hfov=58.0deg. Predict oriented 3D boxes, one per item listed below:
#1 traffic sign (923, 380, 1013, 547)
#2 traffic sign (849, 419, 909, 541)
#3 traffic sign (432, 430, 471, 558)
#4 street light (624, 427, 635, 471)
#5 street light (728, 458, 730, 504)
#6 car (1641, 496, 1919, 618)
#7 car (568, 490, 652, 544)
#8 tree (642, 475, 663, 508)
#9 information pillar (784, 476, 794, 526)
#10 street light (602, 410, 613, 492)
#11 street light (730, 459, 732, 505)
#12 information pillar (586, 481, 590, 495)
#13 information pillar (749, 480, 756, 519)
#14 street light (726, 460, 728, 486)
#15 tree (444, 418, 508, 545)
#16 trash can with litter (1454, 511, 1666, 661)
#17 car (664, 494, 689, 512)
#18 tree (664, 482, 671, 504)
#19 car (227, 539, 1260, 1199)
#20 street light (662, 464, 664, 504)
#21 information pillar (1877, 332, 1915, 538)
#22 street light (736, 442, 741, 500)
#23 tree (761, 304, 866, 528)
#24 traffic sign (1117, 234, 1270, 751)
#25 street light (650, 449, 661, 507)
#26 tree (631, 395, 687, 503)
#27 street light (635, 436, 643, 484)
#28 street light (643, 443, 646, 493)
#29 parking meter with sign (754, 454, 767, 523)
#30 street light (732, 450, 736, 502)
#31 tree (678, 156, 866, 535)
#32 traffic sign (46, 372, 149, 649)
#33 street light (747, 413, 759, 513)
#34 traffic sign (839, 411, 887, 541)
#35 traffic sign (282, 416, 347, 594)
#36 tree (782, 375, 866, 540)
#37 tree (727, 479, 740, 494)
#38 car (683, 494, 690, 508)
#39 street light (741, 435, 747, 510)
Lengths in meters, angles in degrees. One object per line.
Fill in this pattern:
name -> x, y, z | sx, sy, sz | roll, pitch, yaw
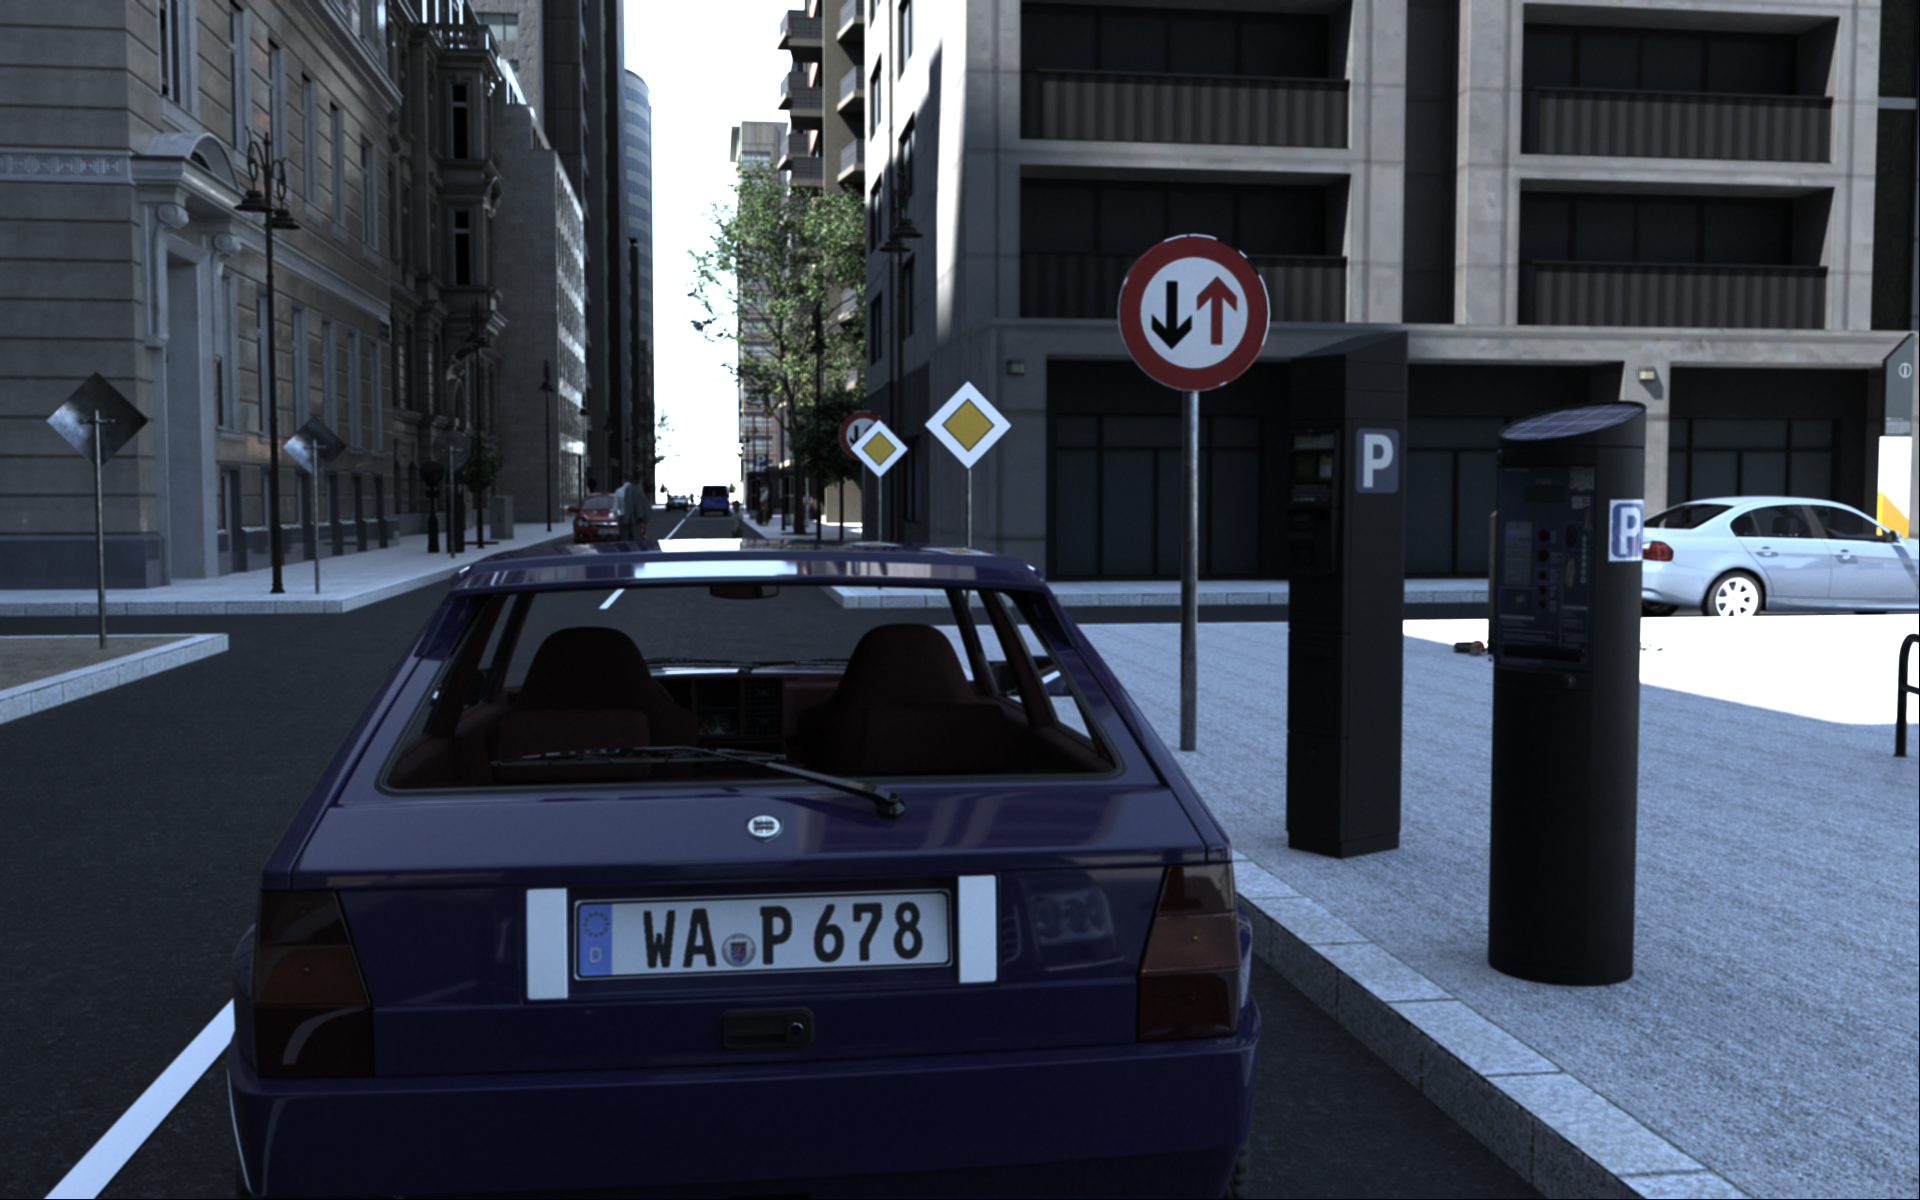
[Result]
traffic sign -> 0.068, -0.714, 15.320 | 0.795, 2.450, 0.064 | -1, 4, -8
traffic sign -> -1.084, -1.197, 23.221 | 0.795, 2.450, 0.064 | -1, 4, -8
traffic sign -> -10.177, -2.114, 34.677 | 0.768, 2.556, 0.104 | 0, 4, -3
street light -> -22.324, -8.781, 116.353 | 0.468, 5.910, 1.993 | -1, 4, -8
street light -> -23.986, -12.848, 182.852 | 0.468, 5.910, 1.993 | -1, 4, -8
car -> 9.370, -0.454, 19.429 | 4.499, 1.417, 2.014 | -1, 4, -9
car -> -9.180, -2.230, 45.504 | 2.155, 1.783, 4.494 | -1, 4, -10
tree -> -28.706, -10.034, 158.651 | 1.663, 3.219, 1.824 | 0, 3, 0
information pillar -> -6.981, -4.049, 70.692 | 0.304, 2.012, 0.304 | 2, 4, 25
street light -> -19.834, -7.662, 98.055 | 0.468, 5.910, 1.993 | -1, 4, -8
street light -> -22.448, -12.247, 173.029 | 0.468, 5.910, 1.993 | -1, 4, -8
information pillar -> -20.508, -5.531, 94.928 | 0.304, 2.012, 0.304 | 2, 4, 31
information pillar -> -10.635, -5.165, 88.941 | 0.304, 2.012, 0.304 | -2, 4, -24
street light -> -26.548, -13.952, 200.904 | 0.468, 5.910, 1.993 | -1, 4, -8
tree -> -12.518, -3.045, 44.386 | 1.663, 3.219, 1.824 | 0, 3, 0
trash can with litter -> 4.890, -0.178, 13.961 | 2.233, 1.210, 1.678 | -1, 4, -20
car -> -23.346, -8.129, 142.700 | 2.009, 1.686, 4.222 | -1, 4, -9
tree -> -38.918, -14.204, 226.834 | 1.663, 3.219, 1.824 | 0, 3, 0
car -> -0.546, 0.498, 4.442 | 1.945, 1.354, 3.894 | 0, 4, -8
street light -> -34.432, -13.801, 198.432 | 0.468, 5.910, 1.993 | -1, 4, -8
information pillar -> 13.561, -2.063, 25.091 | 0.504, 3.616, 0.183 | -1, 4, -14
street light -> -17.171, -10.003, 136.330 | 0.468, 5.910, 1.993 | -1, 4, -8
tree -> -5.569, -7.032, 65.330 | 4.737, 8.622, 4.395 | 0, 3, 0
traffic sign -> 1.143, -0.519, 8.599 | 0.768, 2.556, 0.104 | 0, 4, -8
street light -> -31.716, -12.695, 180.350 | 0.468, 5.910, 1.993 | -1, 4, -8
tree -> -29.585, -14.018, 163.600 | 8.767, 10.594, 7.601 | 0, 4, 5
street light -> -25.107, -9.883, 134.373 | 0.468, 5.910, 1.993 | -1, 4, -8
street light -> -27.923, -11.041, 153.300 | 0.468, 5.910, 1.993 | -1, 4, -8
parking meter with sign -> -8.722, -4.883, 76.099 | 0.543, 3.016, 1.738 | 0, 4, -5
street light -> -19.791, -11.106, 154.374 | 0.468, 5.910, 1.993 | -1, 4, -8
tree -> -5.242, -7.874, 54.498 | 9.928, 11.665, 9.643 | 0, 3, 0
traffic sign -> -7.103, -0.652, 14.298 | 0.795, 2.450, 0.064 | -1, 4, -8
street light -> -11.810, -7.747, 99.447 | 0.468, 5.910, 1.993 | -1, 4, -8
traffic sign -> -1.467, -1.616, 26.534 | 0.768, 2.556, 0.104 | 0, 4, 1
traffic sign -> -8.255, -1.135, 22.200 | 0.795, 2.450, 0.064 | -1, 4, -8
tree -> -3.356, -3.913, 47.697 | 4.285, 4.588, 4.351 | 0, 3, 0
tree -> -28.515, -13.546, 216.078 | 1.663, 3.219, 1.824 | 0, 3, 0
car -> -29.980, -10.641, 185.785 | 2.131, 1.459, 4.920 | 0, 4, -7
street light -> -14.434, -8.864, 117.714 | 0.468, 5.910, 1.993 | -1, 4, -8
